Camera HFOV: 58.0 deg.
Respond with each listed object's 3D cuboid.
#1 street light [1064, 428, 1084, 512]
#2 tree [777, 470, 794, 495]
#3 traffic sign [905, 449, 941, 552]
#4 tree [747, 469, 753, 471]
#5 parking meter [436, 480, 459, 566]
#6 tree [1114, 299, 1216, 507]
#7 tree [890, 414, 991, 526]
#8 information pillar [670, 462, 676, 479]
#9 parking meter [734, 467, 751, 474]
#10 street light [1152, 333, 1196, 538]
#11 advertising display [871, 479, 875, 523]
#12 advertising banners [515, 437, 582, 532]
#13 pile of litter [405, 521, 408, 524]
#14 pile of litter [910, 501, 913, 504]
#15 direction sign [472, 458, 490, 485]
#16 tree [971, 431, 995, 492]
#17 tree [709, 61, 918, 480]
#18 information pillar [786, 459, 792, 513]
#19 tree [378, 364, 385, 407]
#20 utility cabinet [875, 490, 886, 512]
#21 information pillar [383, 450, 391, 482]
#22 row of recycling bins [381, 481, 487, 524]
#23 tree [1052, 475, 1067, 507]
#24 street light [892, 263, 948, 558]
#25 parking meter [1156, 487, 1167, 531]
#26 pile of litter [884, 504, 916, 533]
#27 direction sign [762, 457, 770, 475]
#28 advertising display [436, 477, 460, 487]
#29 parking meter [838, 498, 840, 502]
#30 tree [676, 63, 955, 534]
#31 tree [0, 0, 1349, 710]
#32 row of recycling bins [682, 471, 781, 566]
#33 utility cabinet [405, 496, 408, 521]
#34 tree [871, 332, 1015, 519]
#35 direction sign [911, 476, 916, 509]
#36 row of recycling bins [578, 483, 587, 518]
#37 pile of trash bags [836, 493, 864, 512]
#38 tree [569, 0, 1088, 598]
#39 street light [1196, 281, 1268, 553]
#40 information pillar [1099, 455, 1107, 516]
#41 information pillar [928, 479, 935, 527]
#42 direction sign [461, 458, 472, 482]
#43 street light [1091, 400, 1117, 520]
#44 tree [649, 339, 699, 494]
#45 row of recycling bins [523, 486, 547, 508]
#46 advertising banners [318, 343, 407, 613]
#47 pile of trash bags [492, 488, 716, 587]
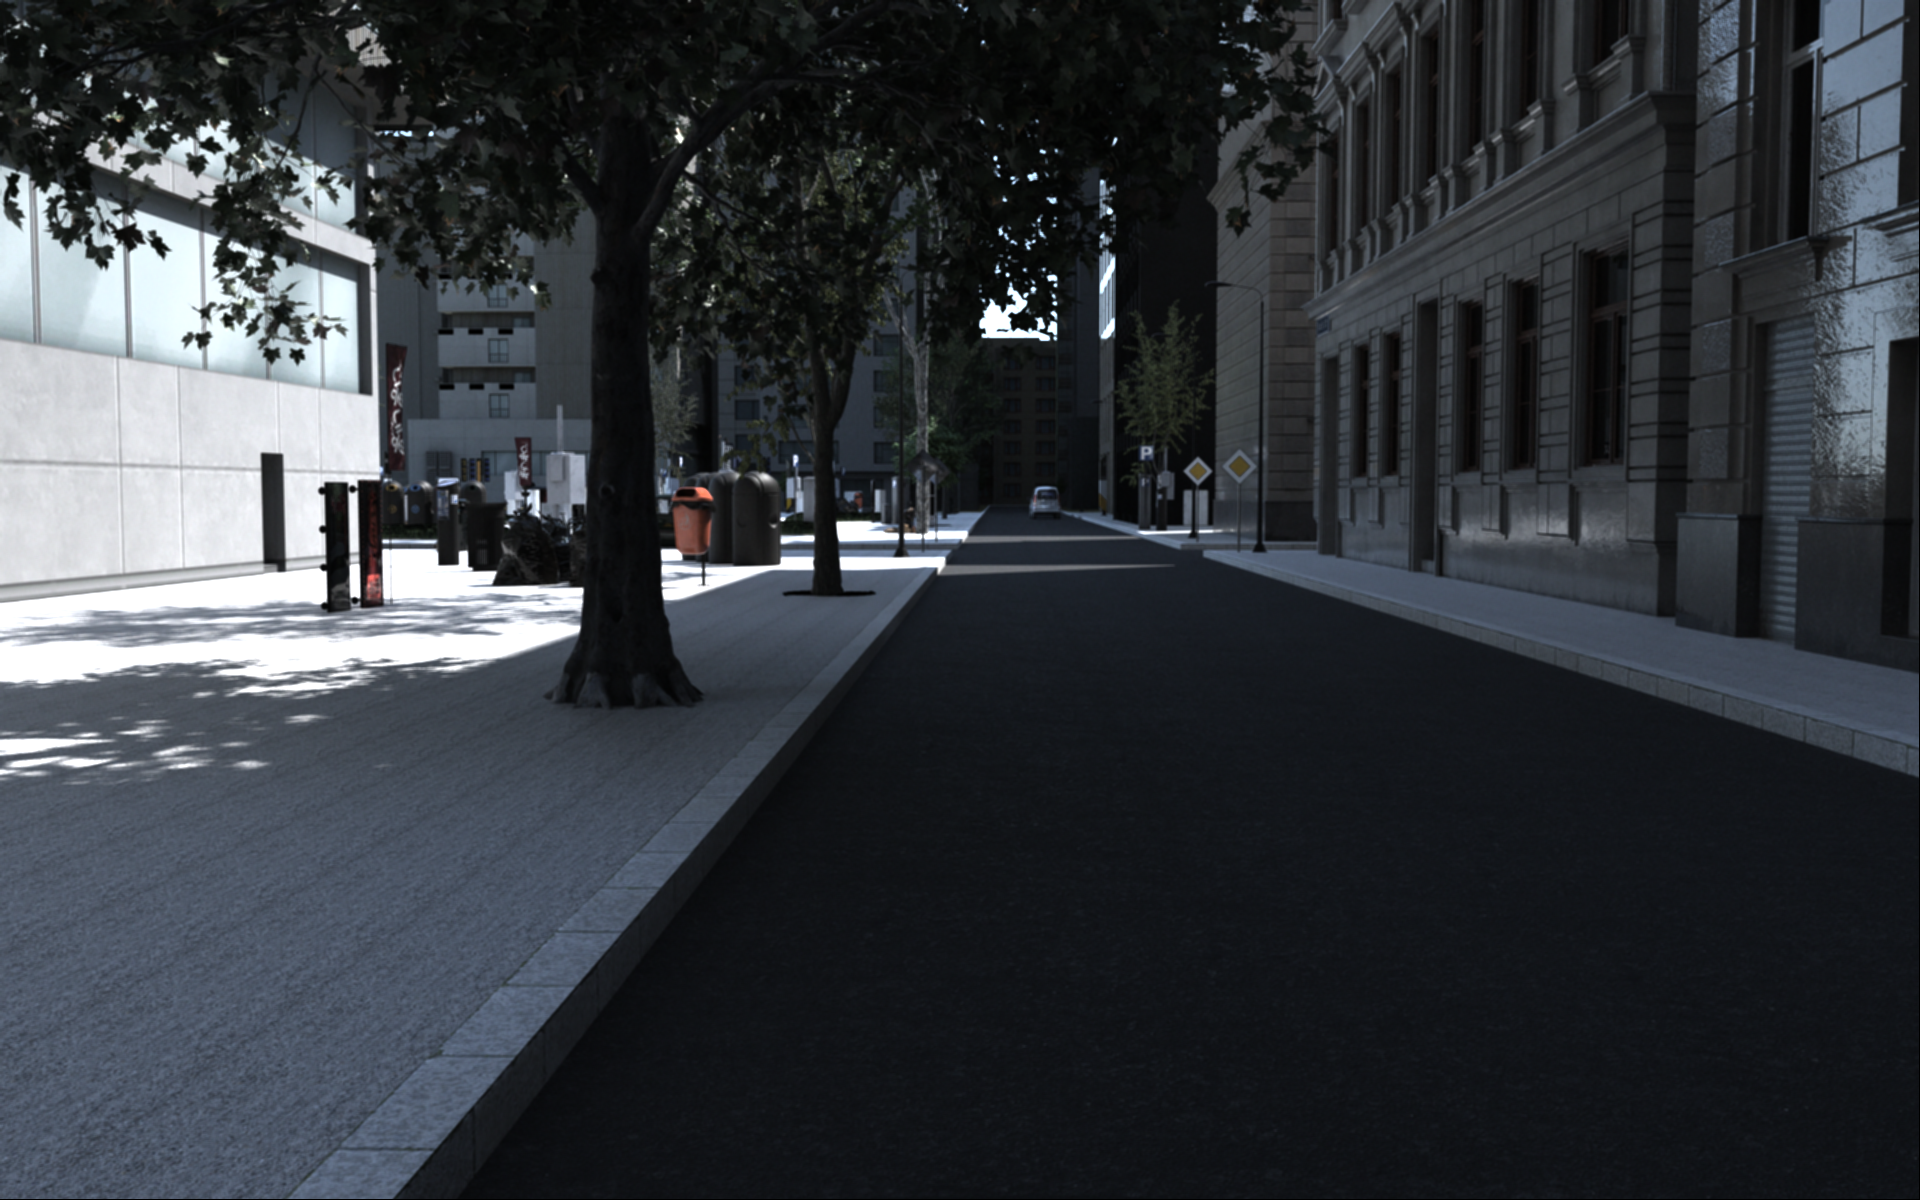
[{"bbox_3d":[7.970,-9.087,121.109,1.470,5.913,1.316,0,4,1],"label":"street light"},{"bbox_3d":[-11.976,-7.749,121.290,1.663,3.219,1.824,0,3,0],"label":"tree"},{"bbox_3d":[-0.815,-2.115,38.215,0.795,2.450,0.064,0,4,1],"label":"traffic sign"},{"bbox_3d":[-14.854,-7.641,119.536,1.663,3.219,1.824,0,3,0],"label":"tree"},{"bbox_3d":[-9.221,-1.393,31.191,0.372,1.533,0.369,0,3,0],"label":"parking meter"},{"bbox_3d":[7.674,-7.098,66.414,4.737,8.622,4.395,0,3,0],"label":"tree"},{"bbox_3d":[-1.002,-5.294,70.278,4.285,4.588,4.351,0,3,0],"label":"tree"},{"bbox_3d":[-20.241,-7.992,122.027,0.504,3.616,0.183,1,4,10],"label":"information pillar"},{"bbox_3d":[-4.680,-1.952,37.619,0.399,1.863,0.255,-2,4,-30],"label":"parking meter"},{"bbox_3d":[6.253,-4.751,50.227,1.470,5.913,1.316,0,4,1],"label":"street light"},{"bbox_3d":[-3.837,-4.354,76.408,0.123,1.923,0.974,0,4,-6],"label":"advertising display"},{"bbox_3d":[-12.695,-3.497,53.371,2.074,3.025,0.090,0,4,6],"label":"advertising banners"},{"bbox_3d":[-20.053,-3.032,63.545,1.176,0.858,1.719,3,4,38],"label":"pile of litter"},{"bbox_3d":[-2.875,-5.009,95.868,1.719,0.858,1.176,1,4,16],"label":"pile of litter"},{"bbox_3d":[-30.212,-7.202,109.755,0.876,3.537,0.379,-3,5,-41],"label":"direction sign"},{"bbox_3d":[1.763,-14.087,180.685,4.360,8.622,3.978,0,3,0],"label":"tree"},{"bbox_3d":[-2.423,-4.792,28.709,4.737,8.622,4.395,0,3,0],"label":"tree"},{"bbox_3d":[-11.370,-7.569,115.114,0.183,3.616,0.504,-3,5,-42],"label":"information pillar"},{"bbox_3d":[-23.393,-6.933,63.714,4.360,8.622,3.978,0,3,0],"label":"tree"},{"bbox_3d":[-3.999,-4.791,87.019,0.318,1.500,1.173,-1,4,-16],"label":"utility cabinet"},{"bbox_3d":[-30.636,-6.198,92.696,0.183,3.616,0.504,2,4,25],"label":"information pillar"},{"bbox_3d":[-16.240,-2.828,53.344,3.534,1.692,1.069,1,4,10],"label":"row of recycling bins"},{"bbox_3d":[9.894,-10.894,172.717,1.663,3.219,1.824,0,3,0],"label":"tree"},{"bbox_3d":[-0.642,-3.811,34.843,1.470,5.913,1.316,0,4,1],"label":"street light"},{"bbox_3d":[7.045,-3.187,60.516,0.372,1.533,0.369,0,3,0],"label":"parking meter"},{"bbox_3d":[-1.878,-2.633,57.011,1.176,0.858,1.719,-1,4,-16],"label":"pile of litter"},{"bbox_3d":[-11.872,-6.990,106.289,0.379,3.537,0.876,2,4,25],"label":"direction sign"},{"bbox_3d":[-19.213,-3.659,65.031,0.123,1.923,0.974,3,5,40],"label":"advertising display"},{"bbox_3d":[-8.405,-6.886,118.292,0.399,1.863,0.255,-1,4,-13],"label":"parking meter"},{"bbox_3d":[-2.441,-12.238,55.972,12.611,20.169,13.585,0,3,0],"label":"tree"},{"bbox_3d":[-2.030,-5.706,10.305,9.611,12.733,9.660,0,3,0],"label":"tree"},{"bbox_3d":[-4.337,-1.543,32.343,1.069,1.692,3.534,-2,4,-28],"label":"row of recycling bins"},{"bbox_3d":[-23.330,-3.872,74.472,1.020,1.237,0.306,0,4,-4],"label":"utility cabinet"},{"bbox_3d":[-0.979,-9.443,88.799,8.767,10.594,7.601,2,4,27],"label":"tree"},{"bbox_3d":[-2.583,-6.541,98.941,0.379,3.537,0.876,2,4,24],"label":"direction sign"},{"bbox_3d":[-13.831,-3.622,66.335,1.069,1.692,3.534,3,5,40],"label":"row of recycling bins"},{"bbox_3d":[-6.415,-5.351,97.249,1.912,1.369,3.447,2,4,26],"label":"pile of trash bags"},{"bbox_3d":[-1.596,-5.873,21.781,9.928,11.665,9.643,0,3,0],"label":"tree"},{"bbox_3d":[6.058,-4.003,37.986,1.470,5.913,1.316,0,4,1],"label":"street light"},{"bbox_3d":[8.526,-6.839,103.167,0.504,3.616,0.183,-2,4,-30],"label":"information pillar"},{"bbox_3d":[-1.185,-3.819,66.929,0.304,2.012,0.304,3,4,38],"label":"information pillar"},{"bbox_3d":[-31.231,-7.219,110.029,0.876,3.537,0.379,-2,4,-25],"label":"direction sign"},{"bbox_3d":[7.207,-6.937,85.963,1.470,5.913,1.316,0,4,1],"label":"street light"},{"bbox_3d":[-13.286,-7.714,76.486,4.360,8.622,3.978,0,3,0],"label":"tree"},{"bbox_3d":[-26.757,-6.370,111.267,3.534,1.692,1.069,3,4,38],"label":"row of recycling bins"},{"bbox_3d":[-6.686,-1.429,19.558,0.090,3.025,2.074,1,4,8],"label":"advertising banners"},{"bbox_3d":[-4.954,-0.904,24.532,3.447,1.369,1.912,2,4,25],"label":"pile of trash bags"}]
